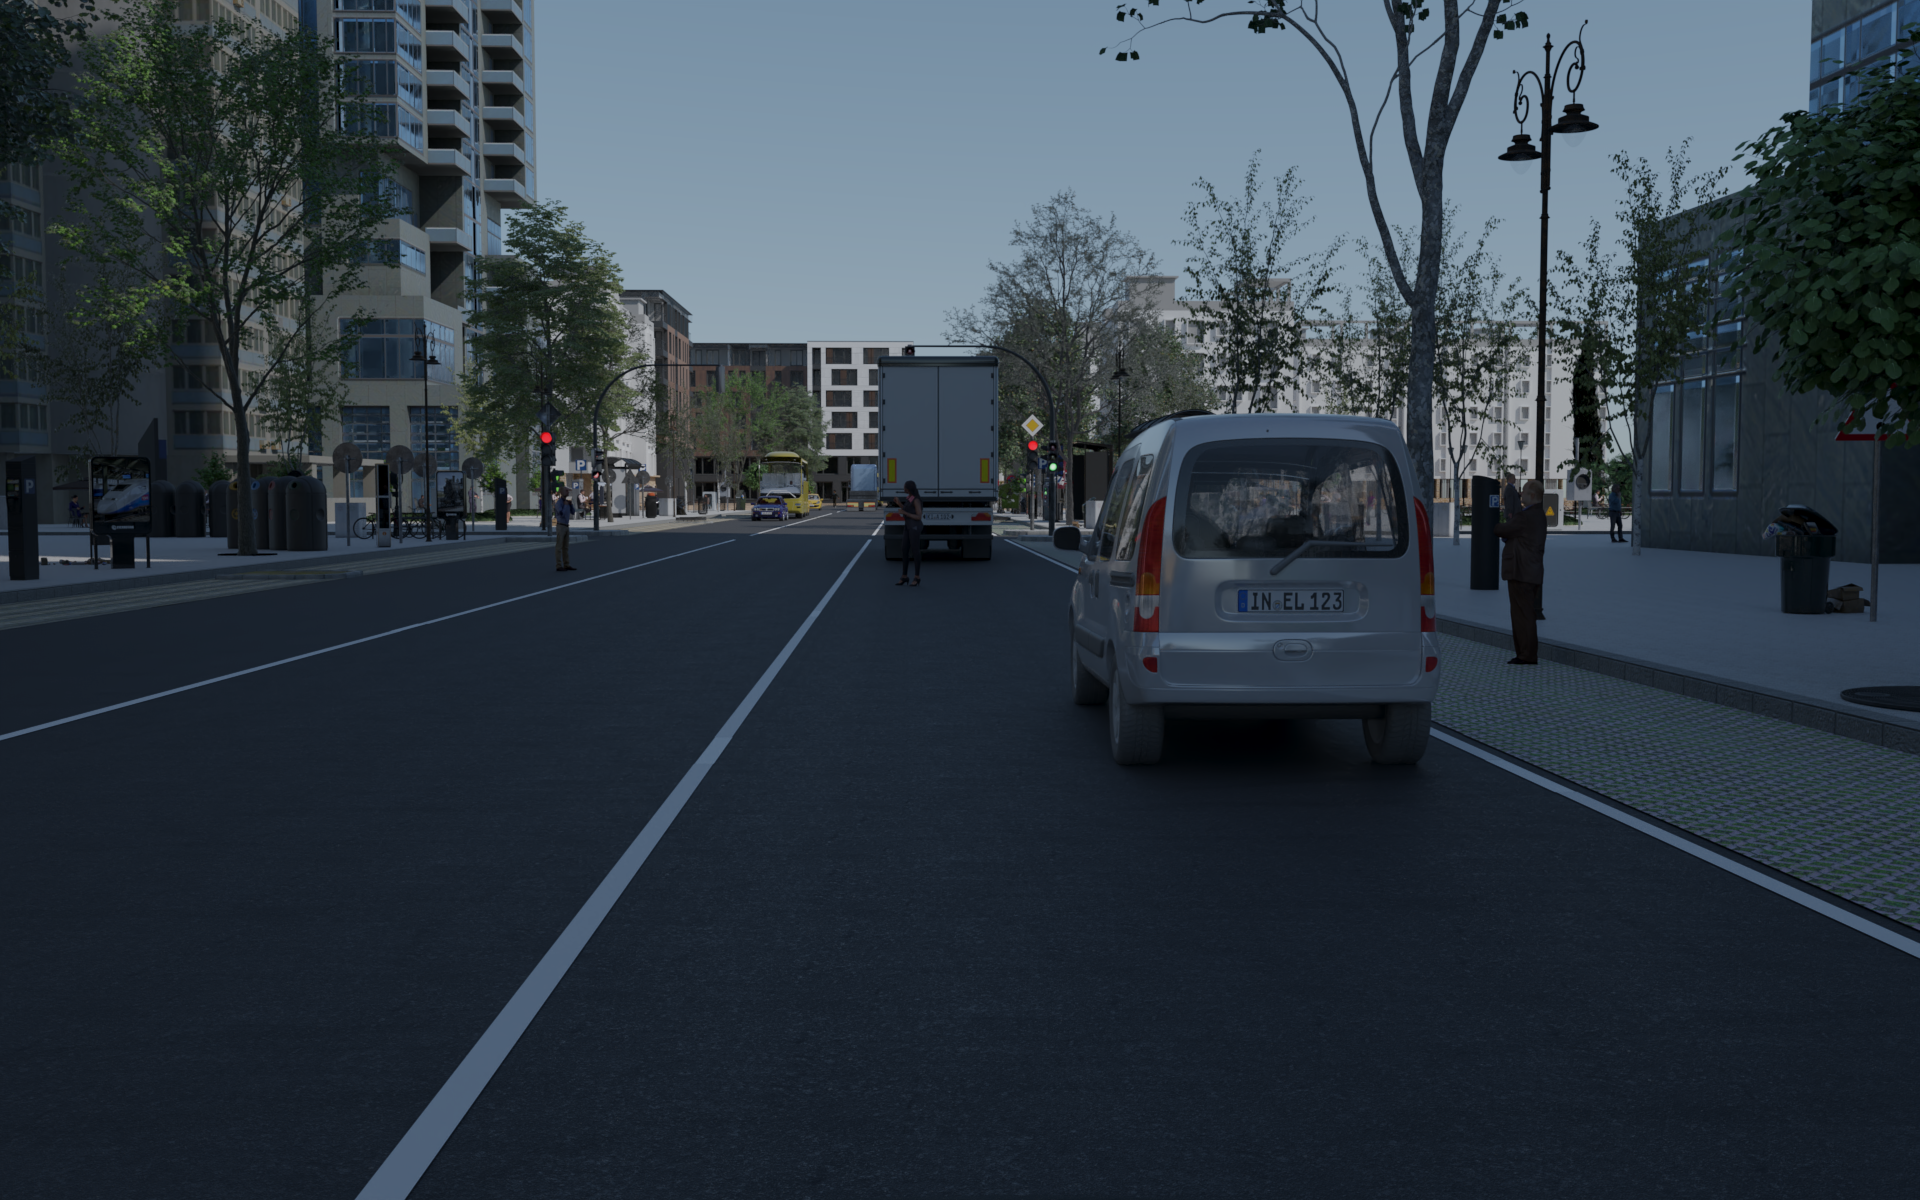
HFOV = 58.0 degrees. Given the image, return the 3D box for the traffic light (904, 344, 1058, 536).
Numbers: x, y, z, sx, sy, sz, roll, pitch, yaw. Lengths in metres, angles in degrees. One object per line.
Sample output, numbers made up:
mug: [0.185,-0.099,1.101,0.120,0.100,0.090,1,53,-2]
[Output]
traffic light: [0.698,-4.780,52.814,4.771,5.953,1.251,0,4,-2]

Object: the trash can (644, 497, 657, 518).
trash can: [-16.349,-4.892,91.635,0.748,1.137,0.748,0,3,0]

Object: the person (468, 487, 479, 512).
person: [-26.857,-5.462,95.788,0.568,1.767,0.683,1,4,14]

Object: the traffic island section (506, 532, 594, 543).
traffic island section: [-12.488,-1.857,52.650,2.009,0.180,2.903,0,4,-2]

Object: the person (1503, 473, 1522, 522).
person: [12.661,-2.021,39.639,0.434,1.755,0.990,2,4,26]

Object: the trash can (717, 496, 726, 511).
trash can: [-17.982,-7.276,130.617,0.748,1.137,0.748,0,3,0]

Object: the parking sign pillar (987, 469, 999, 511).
parking sign pillar: [2.600,-9.003,135.676,1.447,3.967,1.447,2,4,28]

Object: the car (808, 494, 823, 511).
car: [-13.017,-8.673,152.023,2.015,1.641,3.980,0,4,-3]

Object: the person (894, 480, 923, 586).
person: [-0.827,-1.041,26.994,0.593,1.643,0.415,2,4,28]

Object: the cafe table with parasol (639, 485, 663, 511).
cafe table with parasol: [-23.429,-7.651,129.965,2.610,1.966,2.610,2,4,30]

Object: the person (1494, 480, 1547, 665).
person: [4.684,-0.227,14.479,0.388,1.546,0.482,3,4,37]

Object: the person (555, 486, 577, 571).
person: [-7.368,-1.331,32.321,0.319,1.574,0.516,1,4,20]

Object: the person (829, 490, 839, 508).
person: [-13.282,-10.711,183.251,1.348,1.869,0.705,2,4,33]

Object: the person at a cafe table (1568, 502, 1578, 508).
person at a cafe table: [42.364,-6.669,117.554,1.698,1.524,1.622,0,4,7]

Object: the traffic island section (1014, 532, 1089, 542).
traffic island section: [2.826,-1.887,53.137,2.009,0.180,2.903,0,4,-2]

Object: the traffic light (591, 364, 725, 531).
traffic light: [-10.617,-5.256,60.600,4.771,5.953,1.251,0,4,-2]

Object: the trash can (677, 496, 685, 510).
trash can: [-20.391,-7.043,126.807,0.748,1.137,0.748,0,3,0]

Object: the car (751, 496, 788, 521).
car: [-10.189,-4.907,92.806,1.945,1.354,3.894,0,4,-1]

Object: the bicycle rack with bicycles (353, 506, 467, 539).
bicycle rack with bicycles: [-15.648,-2.240,50.002,2.925,0.926,2.852,0,4,5]

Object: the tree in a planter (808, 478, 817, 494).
tree in a planter: [-16.588,-11.755,189.410,1.991,3.239,1.994,0,4,-2]

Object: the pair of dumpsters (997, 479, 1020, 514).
pair of dumpsters: [3.164,-6.826,114.100,1.574,2.255,4.437,0,4,-2]

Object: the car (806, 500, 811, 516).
car: [-10.882,-6.399,114.852,2.015,1.641,3.980,0,4,-3]

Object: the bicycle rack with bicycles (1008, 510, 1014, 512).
bicycle rack with bicycles: [4.529,-6.665,122.353,2.852,0.926,2.925,3,5,44]

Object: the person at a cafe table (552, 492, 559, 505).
person at a cafe table: [-27.338,-6.717,118.345,1.622,1.524,1.698,-1,4,-12]

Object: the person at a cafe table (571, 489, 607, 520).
person at a cafe table: [-18.274,-4.692,85.233,1.622,1.524,1.698,-2,4,-24]

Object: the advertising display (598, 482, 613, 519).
advertising display: [-18.501,-5.171,89.765,0.974,1.923,0.123,-2,4,-29]

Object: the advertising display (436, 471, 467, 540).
advertising display: [-14.171,-2.634,48.284,0.974,1.923,0.123,2,4,24]

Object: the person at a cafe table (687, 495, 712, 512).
person at a cafe table: [-18.607,-6.930,124.174,1.726,1.238,1.698,-3,4,-38]

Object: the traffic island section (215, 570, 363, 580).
traffic island section: [-11.413,-0.422,29.770,1.991,0.108,1.994,0,4,-2]

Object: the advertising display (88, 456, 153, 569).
advertising display: [-14.398,-1.500,29.731,0.974,1.923,0.123,-3,5,-43]

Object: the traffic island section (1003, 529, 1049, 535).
traffic island section: [2.568,-2.375,61.118,2.009,0.180,2.903,0,4,-2]

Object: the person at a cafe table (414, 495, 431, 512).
person at a cafe table: [-29.175,-5.175,95.468,1.726,1.238,1.698,-3,4,-38]

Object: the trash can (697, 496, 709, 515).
trash can: [-16.071,-5.904,108.184,0.748,1.137,0.748,0,3,0]

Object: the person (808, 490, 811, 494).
person: [-15.064,-10.034,172.562,0.705,1.822,1.348,1,4,18]

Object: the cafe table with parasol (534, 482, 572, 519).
cafe table with parasol: [-21.290,-5.262,90.895,2.610,1.966,2.610,-3,5,-44]

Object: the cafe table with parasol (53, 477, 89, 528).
cafe table with parasol: [-33.127,-3.745,66.091,2.610,1.966,2.610,-2,4,-24]

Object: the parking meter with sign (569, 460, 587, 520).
parking meter with sign: [-19.294,-5.565,87.251,0.543,3.016,1.738,0,4,3]

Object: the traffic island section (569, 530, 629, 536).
traffic island section: [-12.745,-2.346,60.631,2.009,0.180,2.903,0,4,-2]

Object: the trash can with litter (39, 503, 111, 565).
trash can with litter: [-16.078,-1.260,31.658,1.678,1.210,2.233,3,5,44]

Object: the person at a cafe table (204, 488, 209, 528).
person at a cafe table: [-28.793,-3.480,65.420,1.698,1.524,1.622,1,4,22]

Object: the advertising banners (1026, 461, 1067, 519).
advertising banners: [4.446,-5.649,88.548,2.074,3.025,0.090,0,4,-5]

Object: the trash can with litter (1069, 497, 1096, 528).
trash can with litter: [4.649,-3.287,65.136,1.055,1.170,0.624,0,4,-4]

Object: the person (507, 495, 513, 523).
person: [-20.043,-4.112,76.465,0.628,1.438,0.799,-2,4,-33]

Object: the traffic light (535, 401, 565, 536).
traffic light: [-12.447,-3.890,52.516,0.839,4.253,0.868,0,4,-2]

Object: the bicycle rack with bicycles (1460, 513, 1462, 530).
bicycle rack with bicycles: [16.663,-2.954,61.681,2.852,0.926,2.925,2,4,25]

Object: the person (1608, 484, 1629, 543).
person: [17.285,-2.283,45.589,0.499,1.552,0.429,-1,4,-13]

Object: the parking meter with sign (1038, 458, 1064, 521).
parking meter with sign: [4.409,-5.338,83.531,0.543,3.016,1.738,2,4,31]

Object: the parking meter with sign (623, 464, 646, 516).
parking meter with sign: [-19.004,-6.391,100.749,1.738,3.016,0.543,3,5,41]

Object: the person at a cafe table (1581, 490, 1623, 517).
person at a cafe table: [36.049,-5.419,97.123,1.622,1.524,1.698,0,4,-2]

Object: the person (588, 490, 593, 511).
person: [-27.266,-7.341,128.287,0.590,1.554,0.614,3,5,43]

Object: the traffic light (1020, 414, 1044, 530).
traffic light: [2.528,-4.409,61.003,0.839,4.253,0.868,0,4,-2]

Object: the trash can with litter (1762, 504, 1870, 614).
trash can with litter: [9.281,-0.449,18.729,1.055,1.170,0.624,-1,4,-21]

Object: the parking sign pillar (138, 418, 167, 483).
parking sign pillar: [-28.854,-4.491,61.906,1.447,3.967,1.447,3,5,40]
